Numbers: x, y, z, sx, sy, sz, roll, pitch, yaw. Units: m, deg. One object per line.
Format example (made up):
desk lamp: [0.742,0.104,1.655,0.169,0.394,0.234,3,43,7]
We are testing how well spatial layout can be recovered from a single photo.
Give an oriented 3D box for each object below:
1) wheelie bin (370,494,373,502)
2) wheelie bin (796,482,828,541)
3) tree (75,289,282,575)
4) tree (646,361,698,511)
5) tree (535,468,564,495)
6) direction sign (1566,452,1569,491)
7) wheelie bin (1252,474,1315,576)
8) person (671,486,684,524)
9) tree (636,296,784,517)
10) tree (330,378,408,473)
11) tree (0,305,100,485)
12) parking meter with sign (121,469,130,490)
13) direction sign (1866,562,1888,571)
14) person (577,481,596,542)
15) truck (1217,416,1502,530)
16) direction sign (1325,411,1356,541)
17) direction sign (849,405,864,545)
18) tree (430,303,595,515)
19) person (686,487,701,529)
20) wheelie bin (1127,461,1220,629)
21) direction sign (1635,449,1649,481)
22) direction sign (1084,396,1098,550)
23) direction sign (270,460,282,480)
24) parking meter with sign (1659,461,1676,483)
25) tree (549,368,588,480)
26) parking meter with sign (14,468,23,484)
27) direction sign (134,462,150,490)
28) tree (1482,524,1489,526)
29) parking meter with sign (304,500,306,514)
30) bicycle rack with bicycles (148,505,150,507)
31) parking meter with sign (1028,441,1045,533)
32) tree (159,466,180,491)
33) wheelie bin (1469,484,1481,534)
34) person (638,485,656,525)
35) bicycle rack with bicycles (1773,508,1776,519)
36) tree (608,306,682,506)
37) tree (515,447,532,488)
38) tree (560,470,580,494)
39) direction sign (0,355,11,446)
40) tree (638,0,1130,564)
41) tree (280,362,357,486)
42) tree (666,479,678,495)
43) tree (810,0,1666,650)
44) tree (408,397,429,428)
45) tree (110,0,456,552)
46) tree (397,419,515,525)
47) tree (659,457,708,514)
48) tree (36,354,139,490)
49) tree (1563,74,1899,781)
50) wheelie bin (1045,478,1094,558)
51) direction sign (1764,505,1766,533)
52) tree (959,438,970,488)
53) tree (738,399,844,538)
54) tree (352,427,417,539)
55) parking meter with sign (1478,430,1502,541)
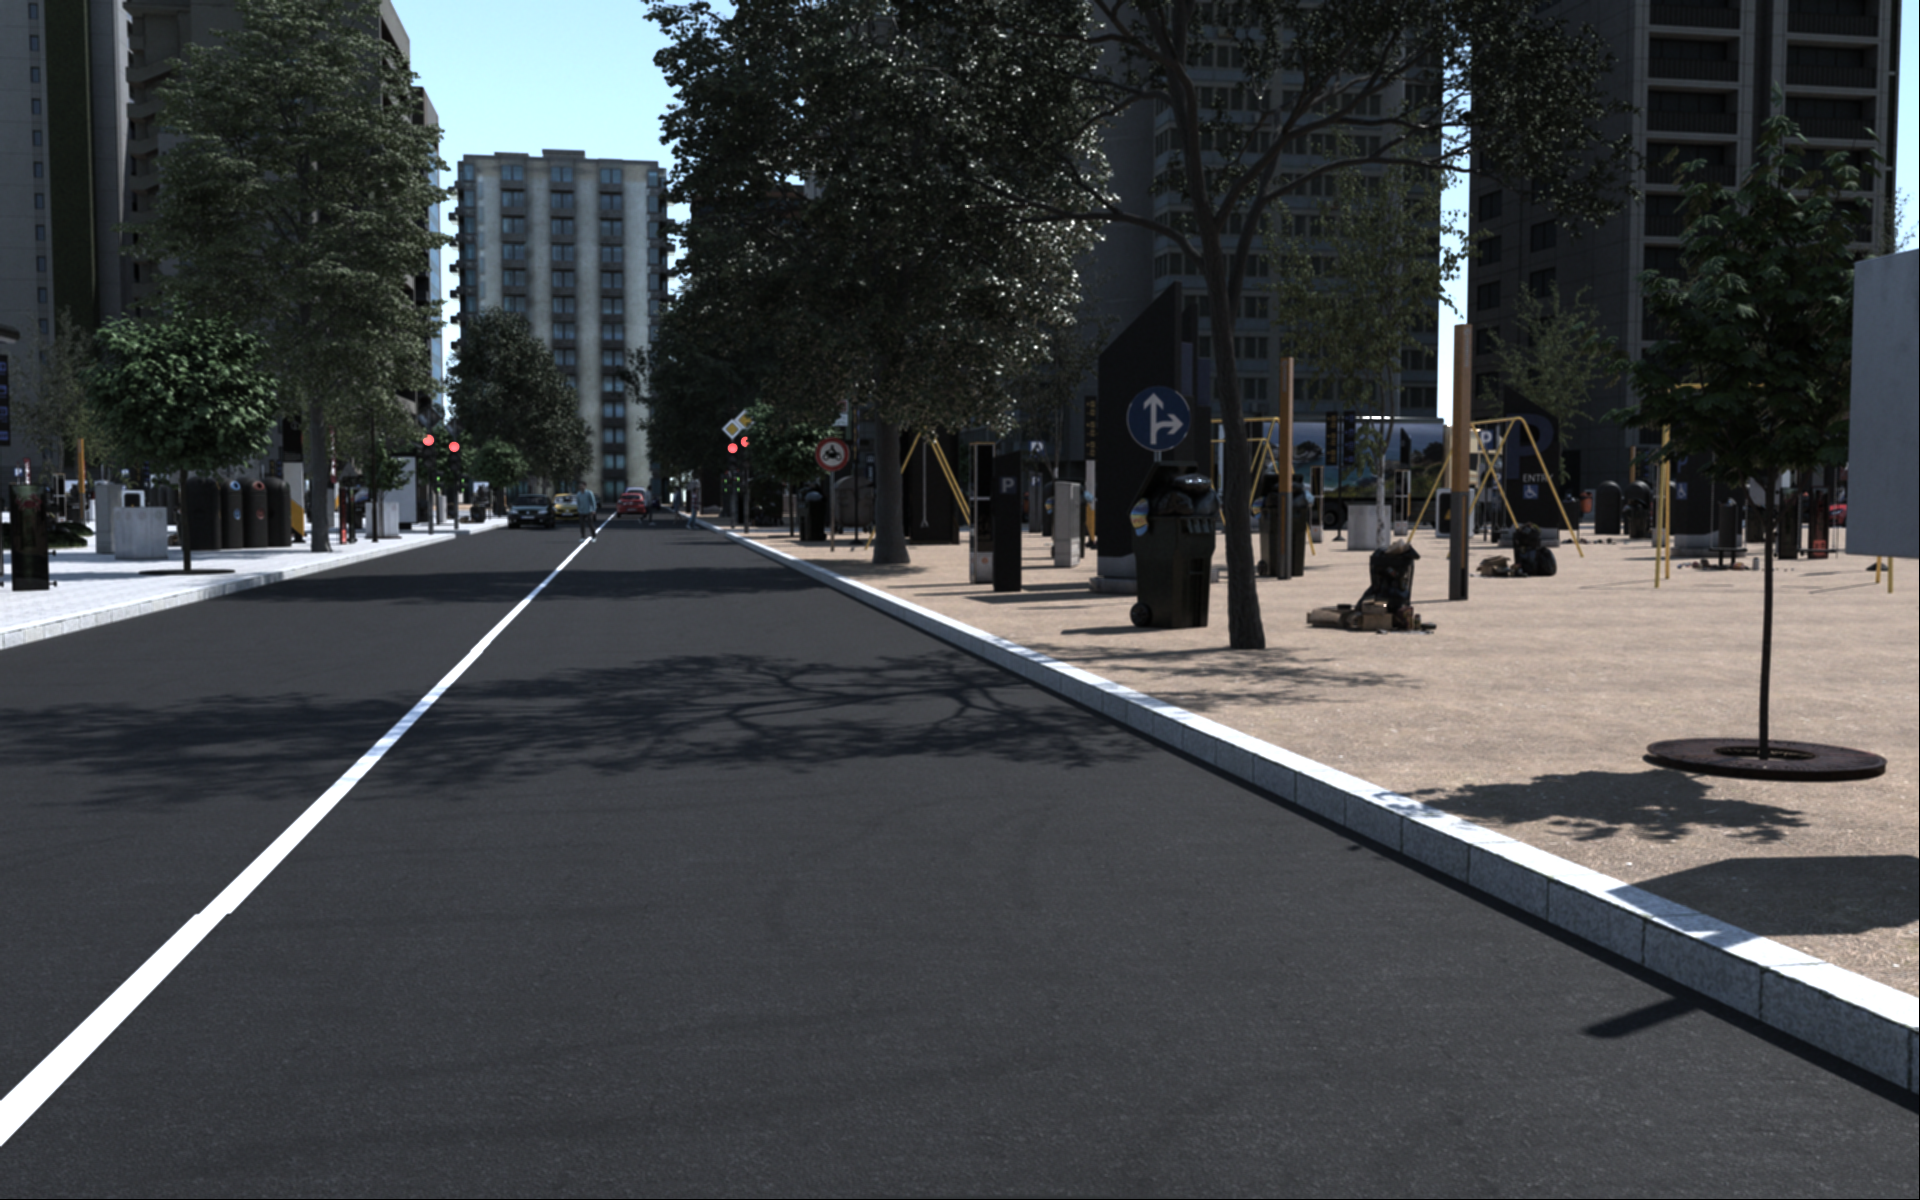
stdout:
wheelie bin: [-24.716,-3.995,73.219,0.980,1.594,0.693,-2,4,-24]
wheelie bin: [-4.051,-2.414,47.373,0.693,1.594,0.980,-3,4,-38]
tree: [-12.563,-2.713,28.072,4.285,4.588,4.351,0,3,0]
tree: [-19.355,-12.874,128.619,7.486,12.596,7.792,0,3,0]
tree: [-34.439,-11.824,143.678,4.737,8.622,4.395,0,3,0]
direction sign: [32.570,-6.172,92.911,0.379,3.537,0.876,1,4,14]
wheelie bin: [5.089,-1.176,27.128,0.980,1.594,0.693,-1,4,-9]
person: [-13.397,-4.506,82.202,0.654,1.822,0.581,-2,4,-27]
tree: [-13.155,-10.977,96.484,9.611,12.733,9.660,0,3,0]
tree: [-37.337,-9.577,106.939,4.360,8.622,3.978,0,3,0]
tree: [-34.937,-7.104,66.513,4.360,8.622,3.978,0,3,0]
parking meter with sign: [-57.643,-7.537,119.494,0.543,3.016,1.738,-1,4,-21]
direction sign: [15.431,-2.262,28.982,0.379,3.537,0.876,3,4,36]
person: [-11.166,-2.651,51.869,0.660,1.820,0.620,1,4,15]
truck: [15.302,-4.613,64.332,11.283,4.237,2.839,-1,4,-11]
direction sign: [10.393,-3.386,47.364,0.876,3.537,0.379,3,5,40]
direction sign: [-2.643,-3.187,44.100,0.379,3.537,0.876,0,4,6]
tree: [-27.540,-11.439,104.043,9.611,12.733,9.660,0,3,0]
person: [-10.975,-3.793,71.360,0.643,1.720,0.563,-1,4,-10]
wheelie bin: [2.097,-0.540,16.744,0.980,1.594,0.693,-3,5,-43]
direction sign: [33.999,-5.773,86.380,0.876,3.537,0.379,-2,4,-24]
direction sign: [3.214,-2.943,40.121,0.876,3.537,0.379,-3,4,-38]
direction sign: [-45.107,-7.475,114.216,0.876,3.537,0.379,1,4,15]
parking meter with sign: [34.882,-5.407,84.665,0.543,3.016,1.738,-1,4,-10]
tree: [-36.542,-14.313,152.146,7.486,12.596,7.792,0,3,0]
parking meter with sign: [-63.266,-7.371,116.771,0.543,3.016,1.738,-1,4,-18]
direction sign: [-52.797,-7.331,111.860,0.876,3.537,0.379,-2,4,-32]
tree: [21.176,-4.657,70.737,1.663,3.219,1.824,0,3,0]
parking meter with sign: [-43.081,-7.115,112.597,0.543,3.016,1.738,0,4,2]
bicycle rack with bicycles: [-57.408,-6.773,124.128,2.852,0.926,2.925,-3,5,-43]
parking meter with sign: [2.520,-3.743,57.465,0.543,3.016,1.738,0,4,1]
tree: [-22.040,-3.382,49.901,1.663,3.219,1.824,0,3,0]
wheelie bin: [16.434,-2.933,55.856,0.980,1.594,0.693,-3,5,-40]
person: [-14.652,-4.445,81.027,0.795,1.843,0.661,-2,4,-30]
bicycle rack with bicycles: [40.774,-4.329,84.166,2.925,0.926,2.852,-2,4,-23]
tree: [-29.524,-19.629,176.817,12.611,20.169,13.585,0,3,0]
tree: [-24.865,-6.722,93.626,4.285,4.588,4.351,0,3,0]
tree: [-45.755,-15.422,202.504,4.360,8.622,3.978,0,3,0]
direction sign: [-15.802,-2.200,27.975,0.379,3.537,0.876,3,5,42]
tree: [-1.268,-7.637,31.524,9.857,13.997,8.962,0,3,0]
tree: [-36.335,-9.003,97.556,4.737,8.622,4.395,0,3,0]
tree: [-33.541,-12.730,202.734,1.663,3.219,1.824,0,3,0]
tree: [2.197,-4.891,14.382,8.767,10.594,7.601,-3,4,-38]
tree: [-41.507,-11.003,130.264,4.360,8.622,3.978,0,3,0]
tree: [-14.385,-7.309,37.624,7.486,12.596,7.792,0,3,0]
tree: [-21.527,-5.373,71.564,4.285,4.588,4.351,0,3,0]
tree: [-16.800,-9.879,111.880,4.737,8.622,4.395,0,3,0]
tree: [-46.669,-8.671,92.135,4.737,8.622,4.395,0,3,0]
tree: [3.688,-0.828,8.147,1.663,3.219,1.824,0,3,0]
wheelie bin: [2.220,-1.643,34.775,0.980,1.594,0.693,0,4,-7]
direction sign: [26.455,-3.962,56.773,0.379,3.537,0.876,-1,4,-17]
tree: [-0.895,-6.874,96.099,4.285,4.588,4.351,0,3,0]
tree: [-4.985,-4.162,51.767,4.285,4.588,4.351,0,3,0]
tree: [-16.599,-3.374,49.764,1.663,3.219,1.824,0,3,0]
parking meter with sign: [14.994,-3.134,47.509,1.738,3.016,0.543,-2,4,-33]
